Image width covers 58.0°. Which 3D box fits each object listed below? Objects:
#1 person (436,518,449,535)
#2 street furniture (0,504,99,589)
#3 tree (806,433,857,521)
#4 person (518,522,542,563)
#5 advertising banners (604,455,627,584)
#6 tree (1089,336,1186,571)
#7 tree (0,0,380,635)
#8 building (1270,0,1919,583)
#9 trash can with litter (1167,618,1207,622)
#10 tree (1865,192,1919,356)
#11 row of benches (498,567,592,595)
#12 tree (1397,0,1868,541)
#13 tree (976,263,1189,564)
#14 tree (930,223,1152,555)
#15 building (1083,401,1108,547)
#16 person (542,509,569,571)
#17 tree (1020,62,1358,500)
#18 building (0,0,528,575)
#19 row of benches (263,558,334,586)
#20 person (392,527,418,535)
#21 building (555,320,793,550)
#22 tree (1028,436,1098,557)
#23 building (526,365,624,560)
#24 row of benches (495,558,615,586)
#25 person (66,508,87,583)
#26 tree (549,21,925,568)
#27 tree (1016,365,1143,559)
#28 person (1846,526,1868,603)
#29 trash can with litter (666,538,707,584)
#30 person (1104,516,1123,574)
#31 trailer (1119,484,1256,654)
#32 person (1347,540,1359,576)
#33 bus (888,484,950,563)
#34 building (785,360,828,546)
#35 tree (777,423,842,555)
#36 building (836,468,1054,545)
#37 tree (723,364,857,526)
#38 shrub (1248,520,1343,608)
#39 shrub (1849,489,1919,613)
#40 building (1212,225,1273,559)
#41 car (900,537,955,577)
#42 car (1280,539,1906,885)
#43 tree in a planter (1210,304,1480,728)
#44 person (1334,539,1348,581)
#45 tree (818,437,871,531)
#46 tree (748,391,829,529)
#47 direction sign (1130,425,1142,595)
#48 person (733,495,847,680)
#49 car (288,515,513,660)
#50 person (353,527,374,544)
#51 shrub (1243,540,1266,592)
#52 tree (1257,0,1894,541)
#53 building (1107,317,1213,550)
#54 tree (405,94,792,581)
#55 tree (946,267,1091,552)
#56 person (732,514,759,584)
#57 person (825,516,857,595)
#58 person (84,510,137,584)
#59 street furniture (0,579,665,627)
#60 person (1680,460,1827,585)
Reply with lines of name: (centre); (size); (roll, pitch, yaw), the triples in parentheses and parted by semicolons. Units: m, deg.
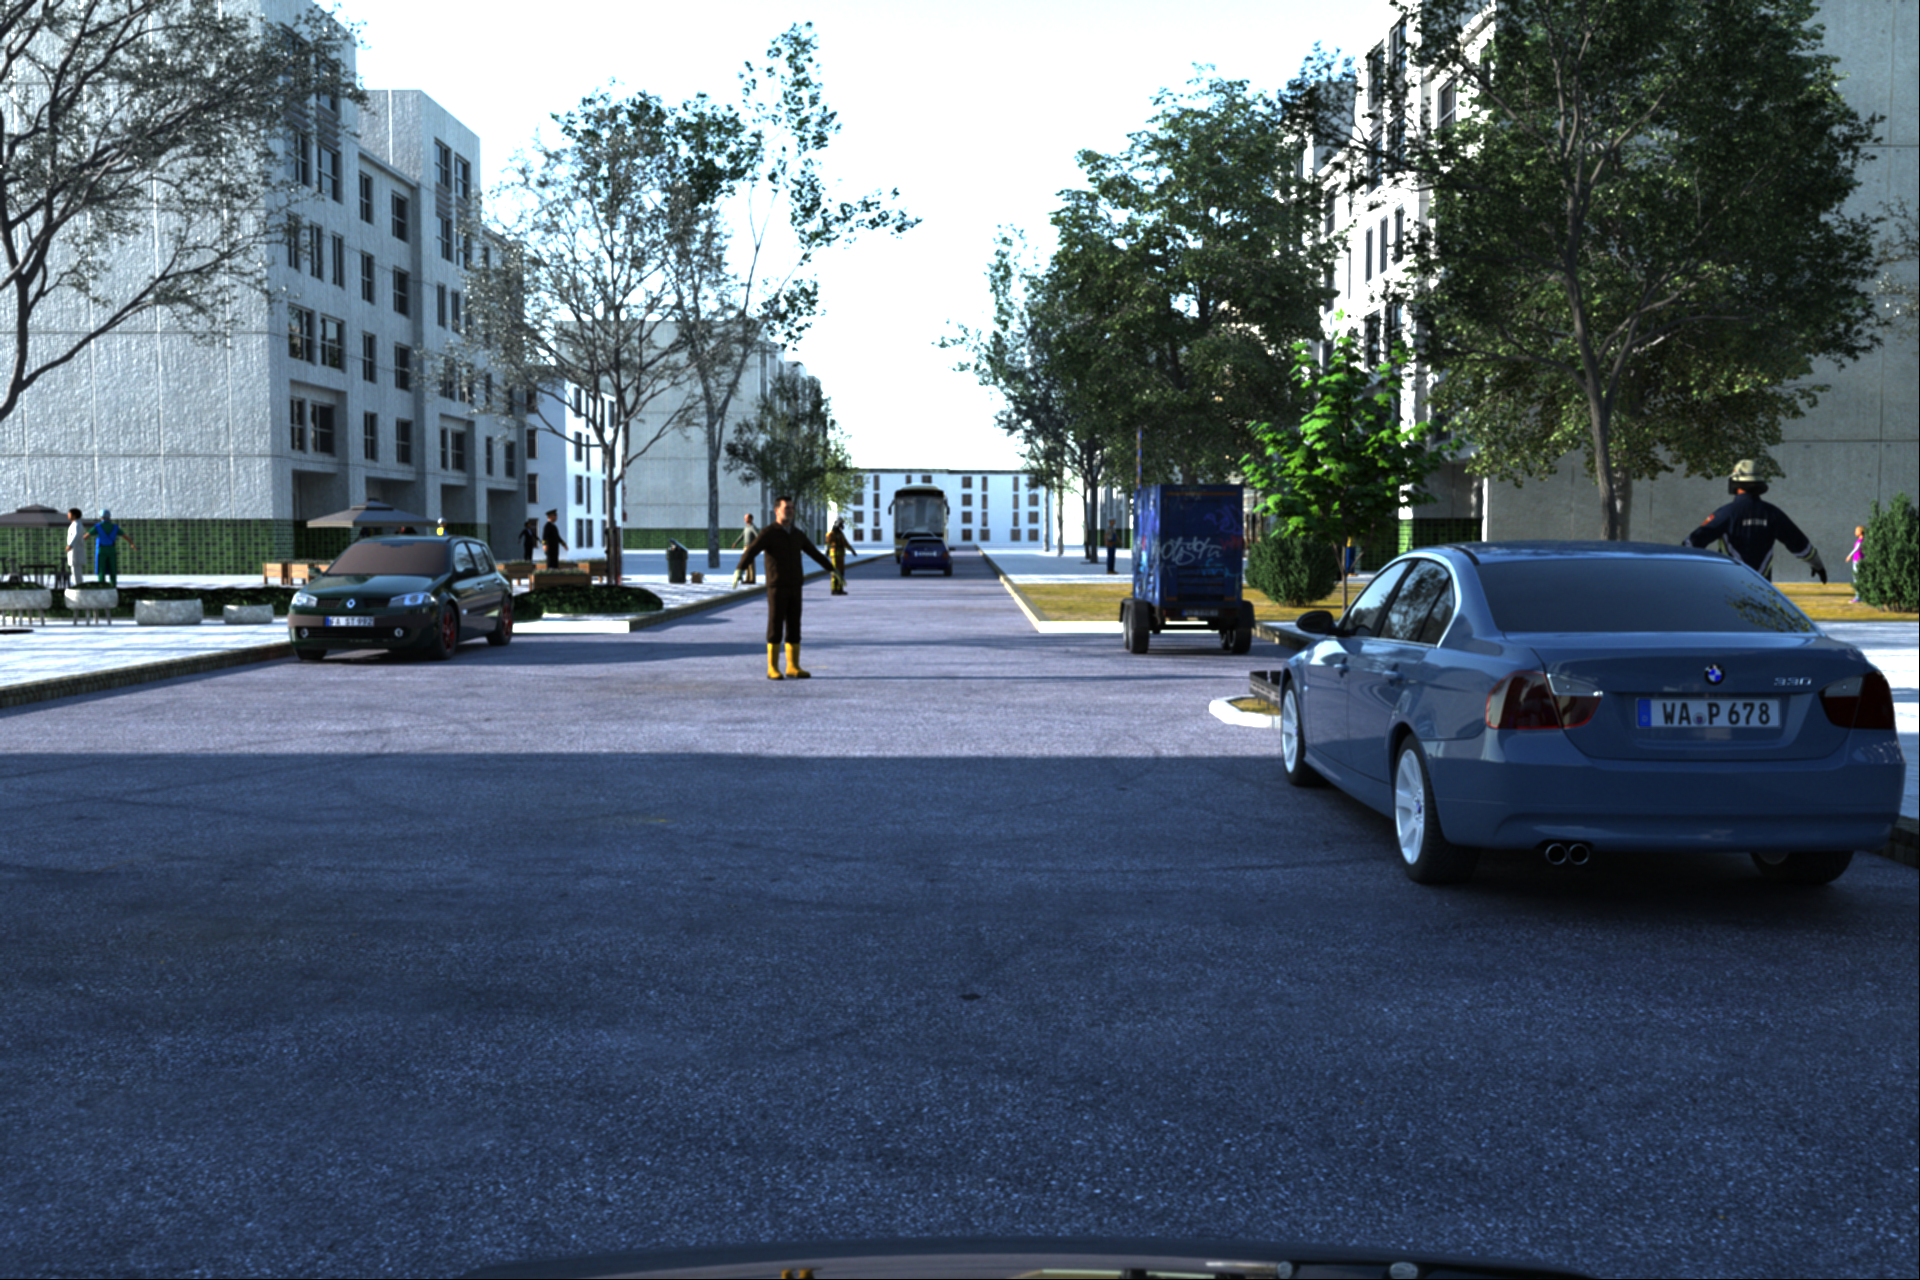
person: (-15.849, -2.872, 53.415); (0.721, 1.772, 1.216); (-3, 5, -43)
street furniture: (-33.639, -1.835, 35.035); (27.439, 1.986, 14.083); (0, 4, 0)
tree: (-8.969, -10.495, 121.952); (4.737, 8.622, 4.395); (0, 3, 0)
person: (-15.877, -3.501, 63.955); (0.721, 1.740, 1.216); (2, 4, 29)
advertising banners: (-7.454, -2.537, 37.664); (0.090, 3.025, 2.074); (0, 4, 2)
tree: (6.361, -6.755, 60.803); (4.737, 8.622, 4.395); (0, 3, 0)
tree: (-12.560, -6.831, 22.055); (12.009, 13.543, 11.850); (0, 3, 0)
building: (22.136, -11.877, 60.644); (16.747, 18.905, 31.486); (0, 3, 0)
trash can with litter: (3.490, -0.859, 25.435); (1.055, 1.170, 0.624); (0, 4, -1)
tree: (25.409, -7.817, 38.171); (12.009, 13.543, 11.850); (0, 3, 0)
row of benches: (-8.628, -0.979, 31.474); (4.104, 0.672, 1.422); (-1, 4, -21)
tree: (13.900, -7.912, 36.009); (9.857, 13.997, 8.962); (0, 3, 0)
tree: (5.765, -10.071, 75.036); (12.009, 13.543, 11.850); (0, 3, 0)
tree: (4.990, -15.329, 106.519); (12.611, 20.169, 13.585); (0, 3, 0)
building: (22.490, -19.349, 182.821); (16.747, 18.905, 31.486); (0, 4, 0)
person: (-9.060, -1.997, 38.589); (0.705, 1.837, 1.347); (0, 4, 7)
tree: (6.478, -8.697, 48.844); (9.857, 13.997, 8.962); (0, 3, 0)
building: (-29.740, -12.404, 69.269); (16.747, 18.905, 31.486); (0, 4, 0)
row of benches: (-16.069, -1.681, 42.951); (4.104, 0.672, 1.422); (3, 5, 44)
person: (-15.828, -2.639, 49.340); (1.347, 1.806, 0.705); (1, 4, 17)
building: (-25.159, -17.895, 159.036); (16.747, 18.905, 31.486); (0, 4, 0)
tree: (5.599, -9.033, 98.049); (4.360, 8.622, 3.978); (0, 3, 0)
building: (-23.964, -9.662, 100.128); (9.099, 9.664, 28.070); (0, 4, 0)
row of benches: (-10.200, -1.735, 43.829); (1.422, 0.672, 4.104); (2, 4, 33)
person: (-18.106, -1.788, 35.421); (0.705, 1.806, 1.347); (-2, 4, -24)
tree: (-8.183, -12.729, 64.001); (12.611, 20.169, 13.585); (0, 3, 0)
tree: (6.198, -9.390, 87.939); (7.601, 10.594, 8.767); (1, 4, 12)
person: (16.822, -1.422, 32.514); (0.599, 1.433, 0.991); (3, 5, 41)
trash can with litter: (-7.114, -2.061, 45.081); (1.055, 1.170, 0.624); (0, 4, 1)
person: (4.865, -3.024, 55.304); (0.705, 1.847, 1.347); (2, 4, 28)
trailer: (2.732, -0.898, 21.732); (1.471, 1.999, 3.904); (0, 4, -1)
person: (12.004, -2.881, 53.072); (0.705, 1.833, 1.349); (3, 5, 42)
bus: (-1.929, -5.909, 88.163); (2.896, 3.916, 12.252); (0, 4, 0)
building: (-24.474, -19.928, 192.282); (16.747, 18.905, 31.486); (0, 4, 1)
tree: (-9.557, -9.390, 103.892); (4.360, 8.622, 3.978); (0, 3, 0)
building: (-1.859, -16.891, 220.775); (28.070, 9.664, 9.099); (0, 4, -5)
tree: (-9.430, -9.880, 95.947); (8.767, 10.594, 7.601); (1, 4, 12)
shrub: (5.916, -1.586, 30.352); (1.690, 2.028, 1.600); (0, 3, 0)
shrub: (15.437, -1.463, 28.341); (1.690, 2.028, 1.600); (0, 3, 0)
building: (24.404, -16.101, 94.178); (19.493, 23.208, 18.063); (0, 3, 0)
car: (-1.137, -2.890, 59.826); (1.945, 1.354, 3.894); (0, 4, 0)
car: (2.723, 0.222, 8.377); (2.014, 1.417, 4.499); (0, 4, 1)
tree in a planter: (3.012, -0.996, 13.512); (1.991, 3.239, 1.994); (0, 4, 0)
person: (10.269, -2.503, 47.055); (0.705, 1.813, 1.348); (3, 4, 38)
tree: (-9.030, -10.938, 129.190); (4.737, 8.622, 4.395); (0, 3, 0)
tree: (-9.241, -8.509, 89.477); (4.360, 8.622, 3.978); (0, 3, 0)
direction sign: (3.779, -2.723, 36.525); (0.379, 3.537, 0.876); (0, 4, 1)
person: (-1.721, -0.524, 17.161); (1.346, 1.812, 0.704); (-3, 5, -41)
car: (-6.659, -0.680, 20.901); (2.009, 1.686, 4.222); (0, 3, 0)
person: (-20.070, -3.217, 58.381); (0.705, 1.856, 1.354); (0, 4, 5)
shrub: (6.781, -1.679, 38.560); (1.383, 1.207, 1.383); (0, 3, 0)
tree: (8.394, -5.389, 22.526); (8.767, 10.594, 7.601); (-1, 4, -22)
building: (22.458, -17.306, 149.411); (16.747, 18.905, 31.486); (0, 3, 0)
tree: (-9.709, -8.426, 48.128); (12.009, 13.543, 11.850); (0, 3, 0)
tree: (4.790, -16.450, 124.850); (12.611, 20.169, 13.585); (0, 3, 0)
person: (-5.412, -2.330, 44.361); (0.705, 1.796, 1.348); (-3, 4, -36)
person: (-2.847, -1.987, 40.706); (0.705, 1.858, 1.354); (2, 4, 26)
person: (-18.637, -1.936, 37.786); (1.347, 1.817, 0.704); (-3, 5, -45)
street furniture: (-9.699, -0.673, 26.623); (10.072, 0.657, 5.734); (0, 4, -6)
person: (6.013, -0.455, 13.311); (1.351, 1.845, 0.704); (0, 4, 1)
